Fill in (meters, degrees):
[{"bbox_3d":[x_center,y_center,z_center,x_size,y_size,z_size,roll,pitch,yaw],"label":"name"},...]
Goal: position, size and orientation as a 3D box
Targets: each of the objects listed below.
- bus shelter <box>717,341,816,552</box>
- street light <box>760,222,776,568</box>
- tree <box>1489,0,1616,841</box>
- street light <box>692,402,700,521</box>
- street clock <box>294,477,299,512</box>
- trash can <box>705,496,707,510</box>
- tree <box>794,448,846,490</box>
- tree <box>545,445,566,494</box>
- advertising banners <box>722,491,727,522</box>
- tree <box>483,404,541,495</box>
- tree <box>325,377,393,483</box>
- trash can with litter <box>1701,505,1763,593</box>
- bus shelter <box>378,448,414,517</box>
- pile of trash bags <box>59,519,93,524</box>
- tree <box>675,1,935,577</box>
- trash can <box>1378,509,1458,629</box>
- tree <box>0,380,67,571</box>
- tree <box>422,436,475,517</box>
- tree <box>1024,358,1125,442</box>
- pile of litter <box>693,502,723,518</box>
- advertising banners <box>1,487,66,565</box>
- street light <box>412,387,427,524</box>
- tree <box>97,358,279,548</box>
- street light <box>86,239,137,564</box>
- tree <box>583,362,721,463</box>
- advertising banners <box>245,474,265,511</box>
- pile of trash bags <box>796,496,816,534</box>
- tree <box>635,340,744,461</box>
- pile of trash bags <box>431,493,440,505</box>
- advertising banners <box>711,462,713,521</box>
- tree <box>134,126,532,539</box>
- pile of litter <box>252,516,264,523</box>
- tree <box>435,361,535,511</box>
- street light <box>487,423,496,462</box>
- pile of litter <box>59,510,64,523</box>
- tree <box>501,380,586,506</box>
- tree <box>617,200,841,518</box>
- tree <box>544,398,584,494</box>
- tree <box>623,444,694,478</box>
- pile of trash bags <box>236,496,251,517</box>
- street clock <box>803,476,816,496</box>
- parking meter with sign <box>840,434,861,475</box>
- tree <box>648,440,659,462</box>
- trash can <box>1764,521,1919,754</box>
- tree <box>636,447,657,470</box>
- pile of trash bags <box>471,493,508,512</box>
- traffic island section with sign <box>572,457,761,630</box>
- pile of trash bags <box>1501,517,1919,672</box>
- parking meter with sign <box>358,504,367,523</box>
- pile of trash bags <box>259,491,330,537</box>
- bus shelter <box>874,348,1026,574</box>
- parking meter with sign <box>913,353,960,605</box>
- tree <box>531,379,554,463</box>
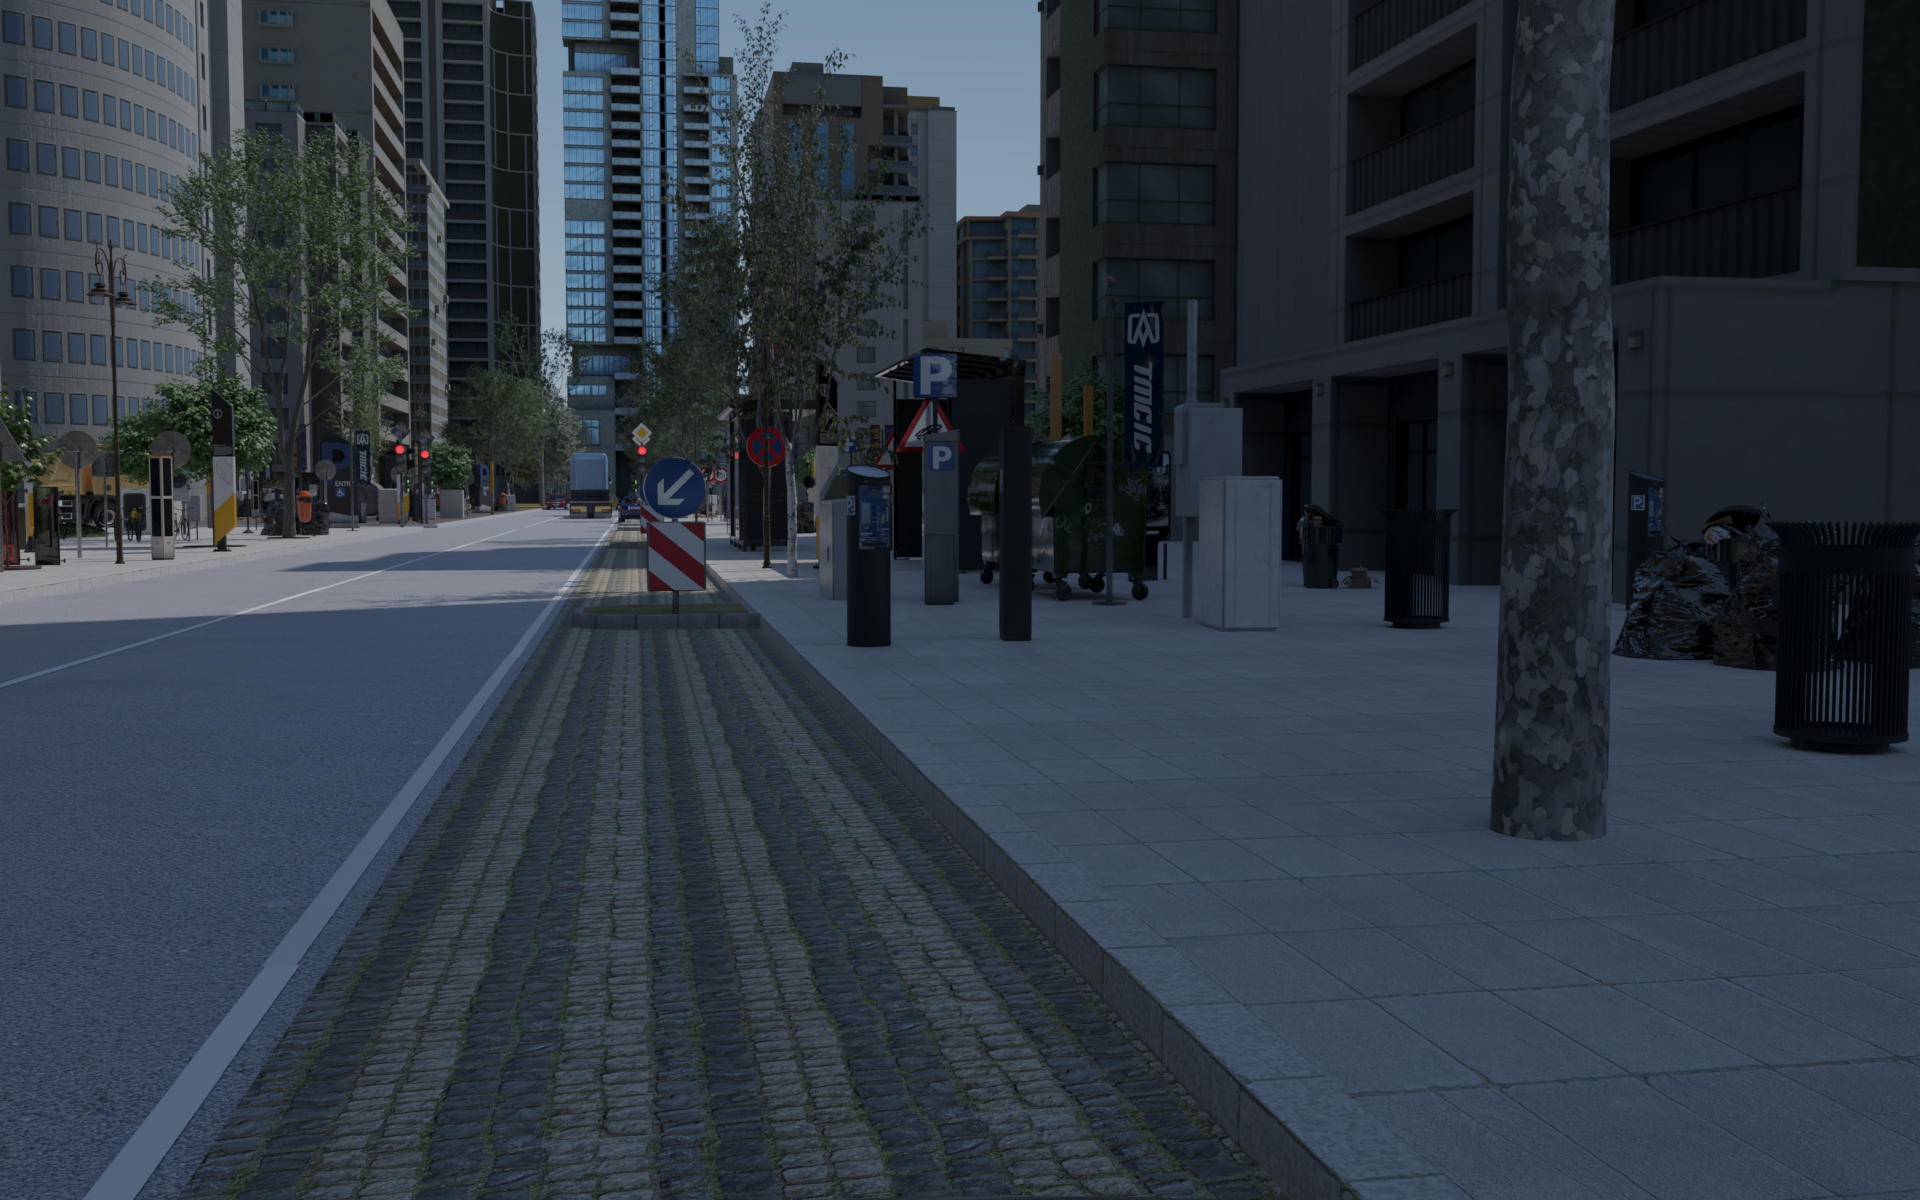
[{"bbox_3d":[-4.809,-3.974,42.607,2.179,5.291,8.768,-1,4,-10],"label":"bus shelter"},{"bbox_3d":[-3.335,-3.484,29.752,0.468,5.910,1.993,-1,4,-11],"label":"street light"},{"bbox_3d":[2.965,-9.259,7.278,12.611,20.169,13.585,0,3,0],"label":"tree"},{"bbox_3d":[-10.390,-5.829,68.093,0.468,5.910,1.993,-1,4,-11],"label":"street light"},{"bbox_3d":[-28.203,-4.216,73.505,0.358,2.002,0.471,2,4,30],"label":"street clock"},{"bbox_3d":[-17.477,-6.508,118.052,0.748,1.137,0.748,0,3,0],"label":"trash can"},{"bbox_3d":[-10.240,-8.447,121.828,4.285,4.588,4.351,0,3,0],"label":"tree"},{"bbox_3d":[-47.765,-15.385,201.908,4.360,8.622,3.978,0,3,0],"label":"tree"},{"bbox_3d":[-10.608,-5.118,79.871,0.090,3.025,2.074,-2,4,-25],"label":"advertising banners"},{"bbox_3d":[-34.548,-11.151,132.677,4.360,8.622,3.978,0,3,0],"label":"tree"},{"bbox_3d":[-35.181,-9.284,102.157,4.737,8.622,4.395,0,3,0],"label":"tree"},{"bbox_3d":[7.644,-0.372,17.477,0.624,1.170,1.055,0,4,2],"label":"trash can with litter"},{"bbox_3d":[-29.111,-6.078,90.652,1.731,3.624,6.357,-1,4,-11],"label":"bus shelter"},{"bbox_3d":[-39.259,-3.976,74.762,3.447,1.369,1.912,1,4,10],"label":"pile of trash bags"},{"bbox_3d":[-2.544,-4.649,26.381,4.360,8.622,3.978,0,3,0],"label":"tree"},{"bbox_3d":[4.394,-0.305,16.647,0.748,1.137,0.748,0,3,0],"label":"trash can"},{"bbox_3d":[-16.050,-2.127,29.371,1.663,3.219,1.824,0,3,0],"label":"tree"},{"bbox_3d":[-28.969,-6.957,97.459,4.285,4.588,4.351,0,3,0],"label":"tree"},{"bbox_3d":[3.167,-3.562,41.951,4.285,4.588,4.351,0,3,0],"label":"tree"},{"bbox_3d":[-13.749,-4.909,94.226,1.719,0.858,1.176,2,4,33],"label":"pile of litter"},{"bbox_3d":[-17.190,-2.141,31.200,2.074,3.025,0.090,0,4,2],"label":"advertising banners"},{"bbox_3d":[-23.419,-6.264,75.211,0.468,5.910,1.993,-1,4,-11],"label":"street light"},{"bbox_3d":[-18.145,-3.569,42.061,4.285,4.588,4.351,0,3,0],"label":"tree"},{"bbox_3d":[-15.418,-3.598,31.610,0.468,5.910,1.993,-1,4,-11],"label":"street light"},{"bbox_3d":[-26.048,-14.873,153.546,12.009,13.543,11.850,0,3,0],"label":"tree"},{"bbox_3d":[-40.829,-6.374,100.399,2.074,3.025,0.090,2,4,33],"label":"advertising banners"},{"bbox_3d":[-5.655,-2.835,56.109,1.912,1.369,3.447,0,4,6],"label":"pile of trash bags"},{"bbox_3d":[-17.913,-11.566,114.860,9.928,11.665,9.643,0,3,0],"label":"tree"},{"bbox_3d":[-40.171,-7.411,130.927,3.447,1.369,1.912,3,5,41],"label":"pile of trash bags"},{"bbox_3d":[-11.948,-5.332,83.364,0.090,3.025,2.074,-1,4,-8],"label":"advertising banners"},{"bbox_3d":[-19.243,-7.560,49.360,9.928,11.665,9.643,0,3,0],"label":"tree"},{"bbox_3d":[-30.954,-3.906,77.828,1.719,0.858,1.176,-1,4,-14],"label":"pile of litter"},{"bbox_3d":[-33.765,-11.505,122.523,8.767,10.594,7.601,2,4,35],"label":"tree"},{"bbox_3d":[-30.623,-8.598,113.372,0.468,5.910,1.993,-1,4,-11],"label":"street light"},{"bbox_3d":[-30.304,-2.724,58.506,1.176,0.858,1.719,-1,4,-23],"label":"pile of litter"},{"bbox_3d":[-46.479,-17.462,192.154,9.857,13.997,8.962,0,3,0],"label":"tree"},{"bbox_3d":[-7.480,-7.433,55.947,7.601,10.594,8.767,-1,4,-22],"label":"tree"},{"bbox_3d":[-50.369,-18.853,218.611,12.009,13.543,11.850,0,3,0],"label":"tree"},{"bbox_3d":[-36.650,-18.143,213.641,9.611,12.733,9.660,0,3,0],"label":"tree"},{"bbox_3d":[-40.223,-5.278,96.048,1.912,1.369,3.447,1,4,10],"label":"pile of trash bags"},{"bbox_3d":[-5.944,-3.913,68.544,0.471,2.002,0.358,1,4,17],"label":"street clock"},{"bbox_3d":[-3.201,-3.254,49.461,0.543,3.016,1.738,0,4,3],"label":"parking meter with sign"},{"bbox_3d":[-20.025,-10.522,122.401,4.360,8.622,3.978,0,3,0],"label":"tree"},{"bbox_3d":[4.448,0.179,8.726,0.748,1.137,0.748,0,3,0],"label":"trash can"},{"bbox_3d":[-29.316,-13.371,168.979,4.737,8.622,4.395,0,3,0],"label":"tree"},{"bbox_3d":[-33.928,-7.141,126.502,1.912,1.369,3.447,-3,4,-36],"label":"pile of trash bags"},{"bbox_3d":[-3.266,-0.642,19.129,1.989,1.847,2.006,-1,4,-11],"label":"traffic island section with sign"},{"bbox_3d":[5.748,-0.213,13.228,3.447,1.369,1.912,-1,4,-13],"label":"pile of trash bags"},{"bbox_3d":[-26.736,-4.866,75.821,0.543,3.016,1.738,1,4,20],"label":"parking meter with sign"},{"bbox_3d":[-20.411,-2.670,53.413,1.912,1.369,3.447,-2,4,-29],"label":"pile of trash bags"},{"bbox_3d":[-0.261,-2.430,31.013,1.731,3.624,6.357,-1,4,-11],"label":"bus shelter"},{"bbox_3d":[-0.260,-1.498,20.753,0.543,3.016,1.738,0,4,-3],"label":"parking meter with sign"},{"bbox_3d":[-37.192,-13.298,143.176,9.928,11.665,9.643,0,3,0],"label":"tree"}]
